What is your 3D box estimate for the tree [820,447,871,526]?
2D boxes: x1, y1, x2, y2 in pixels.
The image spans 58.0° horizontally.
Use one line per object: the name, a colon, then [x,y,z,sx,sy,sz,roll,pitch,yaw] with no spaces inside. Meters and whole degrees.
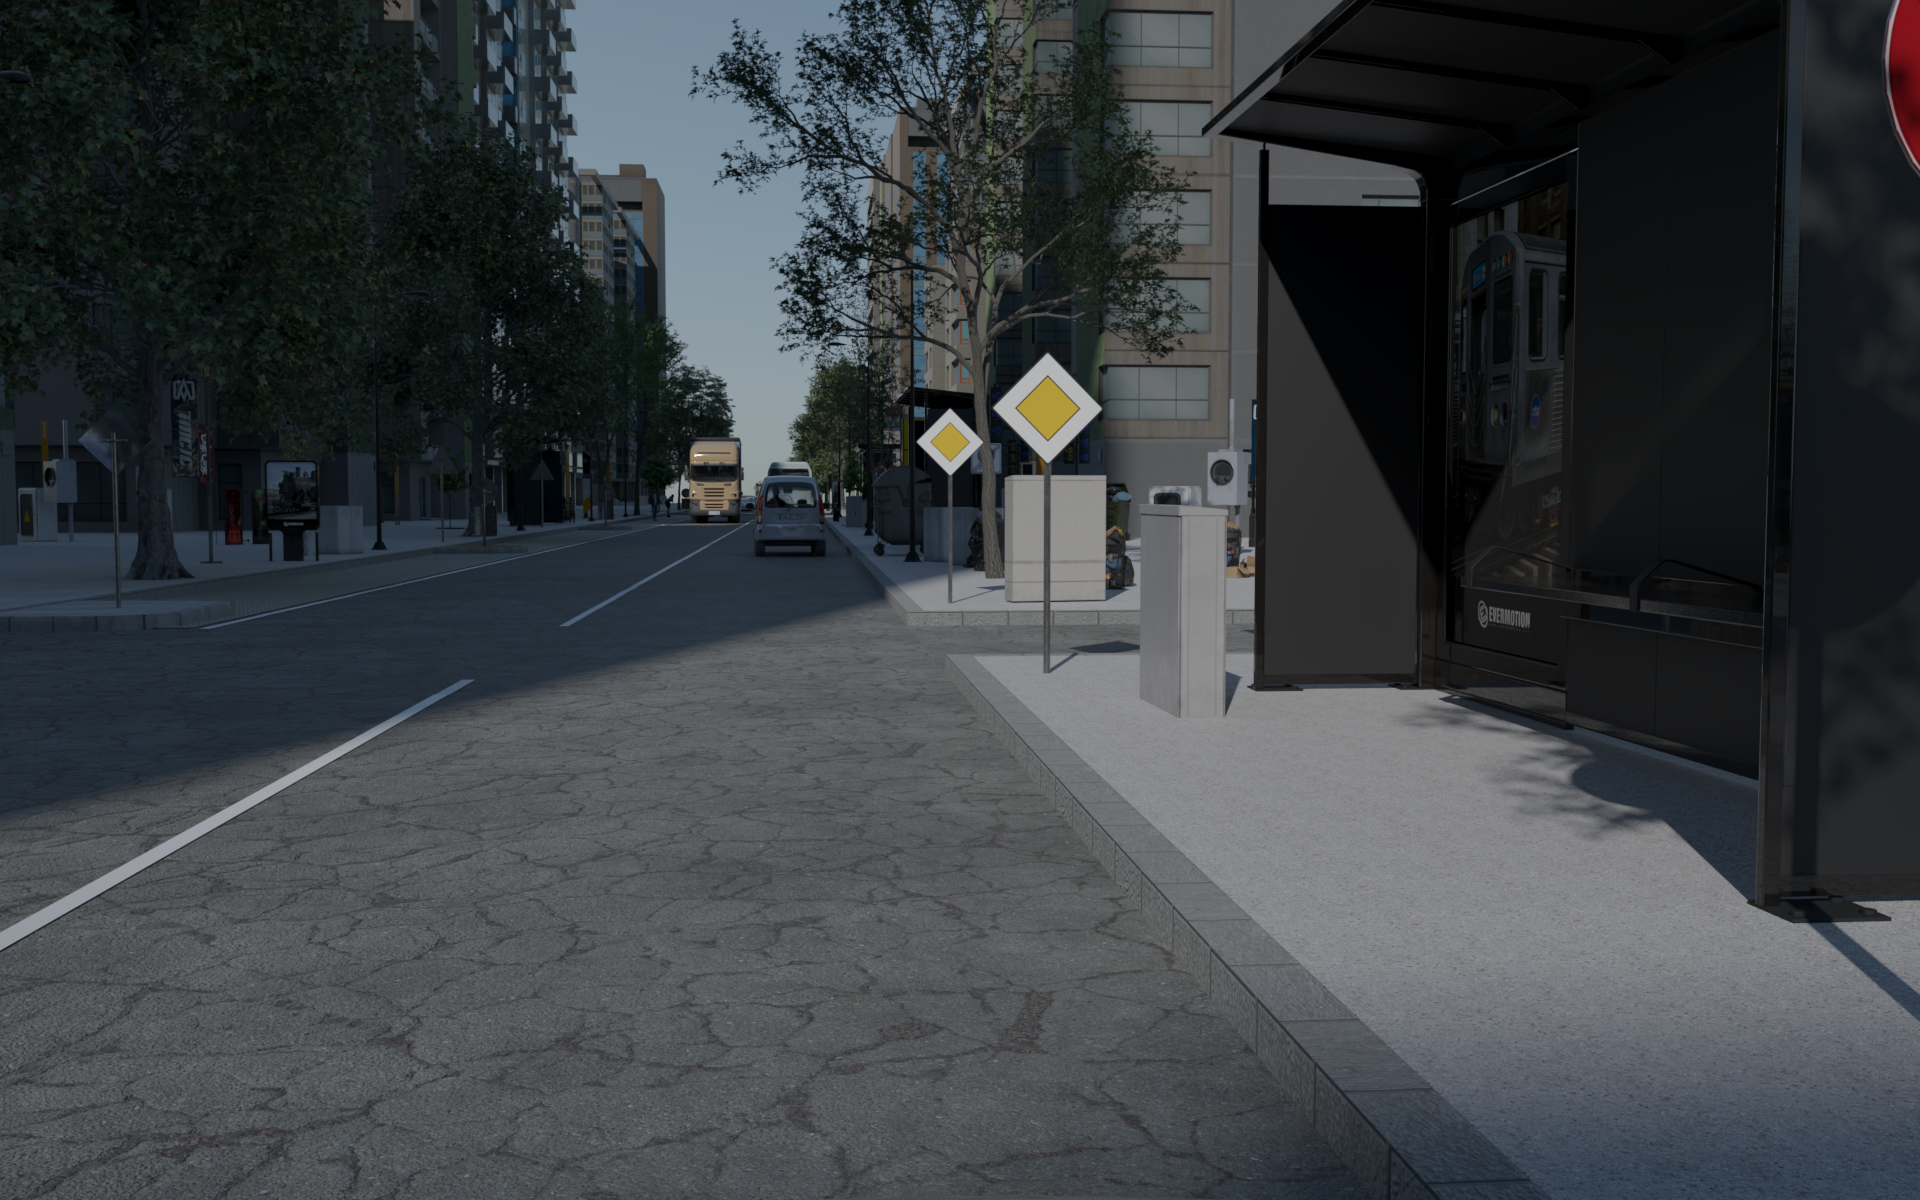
tree: [-4.326,-4.595,69.723,1.663,3.219,1.824,0,3,0]

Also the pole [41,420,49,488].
pole: [-25.101,-3.285,47.561,0.158,3.312,0.155,0,3,0]

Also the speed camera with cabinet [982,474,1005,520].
speed camera with cabinet: [1.248,-3.369,49.426,2.038,3.252,0.660,-1,4,-22]

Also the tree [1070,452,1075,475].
tree: [6.748,-5.856,79.455,4.285,4.588,4.351,0,3,0]

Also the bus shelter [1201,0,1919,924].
bus shelter: [2.693,-1.039,8.264,1.731,3.624,6.357,0,4,-5]

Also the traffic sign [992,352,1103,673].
traffic sign: [0.618,-0.532,12.338,0.795,2.450,0.064,0,4,-5]

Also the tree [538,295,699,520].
tree: [-18.034,-9.891,87.478,9.928,11.665,9.643,0,3,0]

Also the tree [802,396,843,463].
tree: [-12.136,-15.141,165.682,7.486,12.596,7.792,0,3,0]

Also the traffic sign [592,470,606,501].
traffic sign: [-19.404,-5.681,92.885,0.884,2.594,0.081,0,4,2]

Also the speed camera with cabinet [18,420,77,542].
speed camera with cabinet: [-24.483,-3.186,46.432,2.038,3.252,0.660,2,4,35]

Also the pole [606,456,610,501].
pole: [-18.712,-6.007,92.060,0.158,3.312,0.155,0,3,0]

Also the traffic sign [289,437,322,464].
traffic sign: [-14.662,-2.366,38.786,0.768,2.556,0.104,0,4,2]

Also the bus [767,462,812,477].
bus: [-10.457,-6.785,105.787,2.948,3.499,13.247,0,4,-6]

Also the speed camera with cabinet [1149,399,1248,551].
speed camera with cabinet: [4.987,-2.570,36.351,2.038,3.252,0.660,2,4,34]

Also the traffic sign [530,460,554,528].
traffic sign: [-15.853,-4.018,65.694,0.884,2.594,0.081,0,4,1]

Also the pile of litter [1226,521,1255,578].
pile of litter: [4.299,-0.790,26.890,1.719,0.858,1.176,0,4,1]

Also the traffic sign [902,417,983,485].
traffic sign: [-0.390,-3.170,45.696,2.265,3.308,0.079,0,4,3]

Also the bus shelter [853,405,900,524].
bus shelter: [-3.545,-6.025,76.145,2.179,5.291,8.768,0,4,-5]

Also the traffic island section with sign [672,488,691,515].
traffic island section with sign: [-18.650,-6.707,118.288,1.989,1.847,2.006,0,4,-5]

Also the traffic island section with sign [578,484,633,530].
traffic island section with sign: [-14.081,-3.689,68.950,1.989,1.847,2.006,0,4,-5]

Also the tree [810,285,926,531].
tree: [-2.978,-6.671,59.430,4.360,8.622,3.978,0,3,0]

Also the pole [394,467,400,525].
pole: [-23.337,-4.766,71.769,0.158,3.312,0.155,0,3,0]

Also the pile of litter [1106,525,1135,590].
pile of litter: [1.809,-0.595,23.690,1.176,0.858,1.719,2,4,33]

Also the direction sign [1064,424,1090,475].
direction sign: [3.022,-3.234,44.872,0.379,3.537,0.876,-3,5,-45]

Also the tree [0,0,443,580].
tree: [-12.172,-6.652,25.771,9.611,12.733,9.660,0,3,0]

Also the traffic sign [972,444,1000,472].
traffic sign: [0.526,-2.011,35.007,0.606,2.300,0.079,0,4,1]

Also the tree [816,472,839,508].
tree: [-11.755,-10.584,156.766,4.285,4.588,4.351,0,3,0]

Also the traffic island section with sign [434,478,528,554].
traffic island section with sign: [-11.597,-2.048,42.109,1.989,1.847,2.006,0,4,-5]

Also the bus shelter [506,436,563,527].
bus shelter: [-17.355,-4.910,71.567,1.731,3.624,6.357,0,4,-5]

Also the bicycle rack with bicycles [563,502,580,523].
bicycle rack with bicycles: [-18.152,-3.913,77.361,2.852,0.926,2.925,0,4,3]

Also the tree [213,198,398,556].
tree: [-13.829,-5.225,35.797,4.737,8.622,4.395,0,3,0]

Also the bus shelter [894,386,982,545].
bus shelter: [-0.538,-3.030,40.820,1.731,3.624,6.357,0,4,-5]

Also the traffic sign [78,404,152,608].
traffic sign: [-9.474,-0.967,19.447,0.795,2.450,0.064,0,4,-5]

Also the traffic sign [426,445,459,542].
traffic sign: [-13.733,-2.808,45.920,0.884,2.594,0.081,0,4,4]

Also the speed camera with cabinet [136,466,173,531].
speed camera with cabinet: [-25.665,-3.718,55.127,0.660,3.252,2.038,-1,4,-11]

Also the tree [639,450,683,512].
tree: [-22.182,-8.773,127.160,4.285,4.588,4.351,0,3,0]

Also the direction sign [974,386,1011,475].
direction sign: [0.595,-2.742,36.826,0.379,3.537,0.876,-3,5,-42]

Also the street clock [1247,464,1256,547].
street clock: [7.073,-2.277,41.797,0.358,2.002,0.471,0,4,5]

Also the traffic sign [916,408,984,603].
traffic sign: [-0.118,-1.018,20.289,0.795,2.450,0.064,0,4,-5]

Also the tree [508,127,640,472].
tree: [-14.515,-8.270,52.223,9.611,12.733,9.660,0,3,0]

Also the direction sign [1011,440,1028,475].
direction sign: [2.422,-4.906,72.202,0.876,3.537,0.379,-1,4,-11]

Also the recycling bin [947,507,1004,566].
recycling bin: [0.308,-1.145,31.280,0.722,1.027,0.722,3,4,36]

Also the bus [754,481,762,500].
bus: [-26.856,-14.953,239.341,2.948,3.499,13.247,0,4,-5]

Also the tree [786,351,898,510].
tree: [-9.610,-13.585,139.130,9.611,12.733,9.660,0,3,0]

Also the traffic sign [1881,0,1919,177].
traffic sign: [2.269,-0.215,3.627,0.768,2.556,0.104,0,4,1]

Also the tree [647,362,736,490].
tree: [-26.090,-16.016,168.513,9.857,13.997,8.962,0,3,0]

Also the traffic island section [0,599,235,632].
traffic island section: [-9.497,0.170,19.506,2.009,0.180,2.903,0,4,-5]

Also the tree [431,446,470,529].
tree: [-18.772,-4.208,63.397,1.663,3.219,1.824,0,3,0]

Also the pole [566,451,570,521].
pole: [-18.688,-5.423,82.509,0.158,3.312,0.155,0,3,0]

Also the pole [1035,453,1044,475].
pole: [1.550,-2.407,33.199,0.158,3.312,0.155,0,3,0]

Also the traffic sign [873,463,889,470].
traffic sign: [-3.243,-4.352,71.264,0.768,2.556,0.104,0,4,4]

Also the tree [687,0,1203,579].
tree: [0.220,-5.614,26.197,7.601,10.594,8.767,2,4,23]

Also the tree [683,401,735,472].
tree: [-30.201,-17.746,208.273,7.486,12.596,7.792,0,3,0]
